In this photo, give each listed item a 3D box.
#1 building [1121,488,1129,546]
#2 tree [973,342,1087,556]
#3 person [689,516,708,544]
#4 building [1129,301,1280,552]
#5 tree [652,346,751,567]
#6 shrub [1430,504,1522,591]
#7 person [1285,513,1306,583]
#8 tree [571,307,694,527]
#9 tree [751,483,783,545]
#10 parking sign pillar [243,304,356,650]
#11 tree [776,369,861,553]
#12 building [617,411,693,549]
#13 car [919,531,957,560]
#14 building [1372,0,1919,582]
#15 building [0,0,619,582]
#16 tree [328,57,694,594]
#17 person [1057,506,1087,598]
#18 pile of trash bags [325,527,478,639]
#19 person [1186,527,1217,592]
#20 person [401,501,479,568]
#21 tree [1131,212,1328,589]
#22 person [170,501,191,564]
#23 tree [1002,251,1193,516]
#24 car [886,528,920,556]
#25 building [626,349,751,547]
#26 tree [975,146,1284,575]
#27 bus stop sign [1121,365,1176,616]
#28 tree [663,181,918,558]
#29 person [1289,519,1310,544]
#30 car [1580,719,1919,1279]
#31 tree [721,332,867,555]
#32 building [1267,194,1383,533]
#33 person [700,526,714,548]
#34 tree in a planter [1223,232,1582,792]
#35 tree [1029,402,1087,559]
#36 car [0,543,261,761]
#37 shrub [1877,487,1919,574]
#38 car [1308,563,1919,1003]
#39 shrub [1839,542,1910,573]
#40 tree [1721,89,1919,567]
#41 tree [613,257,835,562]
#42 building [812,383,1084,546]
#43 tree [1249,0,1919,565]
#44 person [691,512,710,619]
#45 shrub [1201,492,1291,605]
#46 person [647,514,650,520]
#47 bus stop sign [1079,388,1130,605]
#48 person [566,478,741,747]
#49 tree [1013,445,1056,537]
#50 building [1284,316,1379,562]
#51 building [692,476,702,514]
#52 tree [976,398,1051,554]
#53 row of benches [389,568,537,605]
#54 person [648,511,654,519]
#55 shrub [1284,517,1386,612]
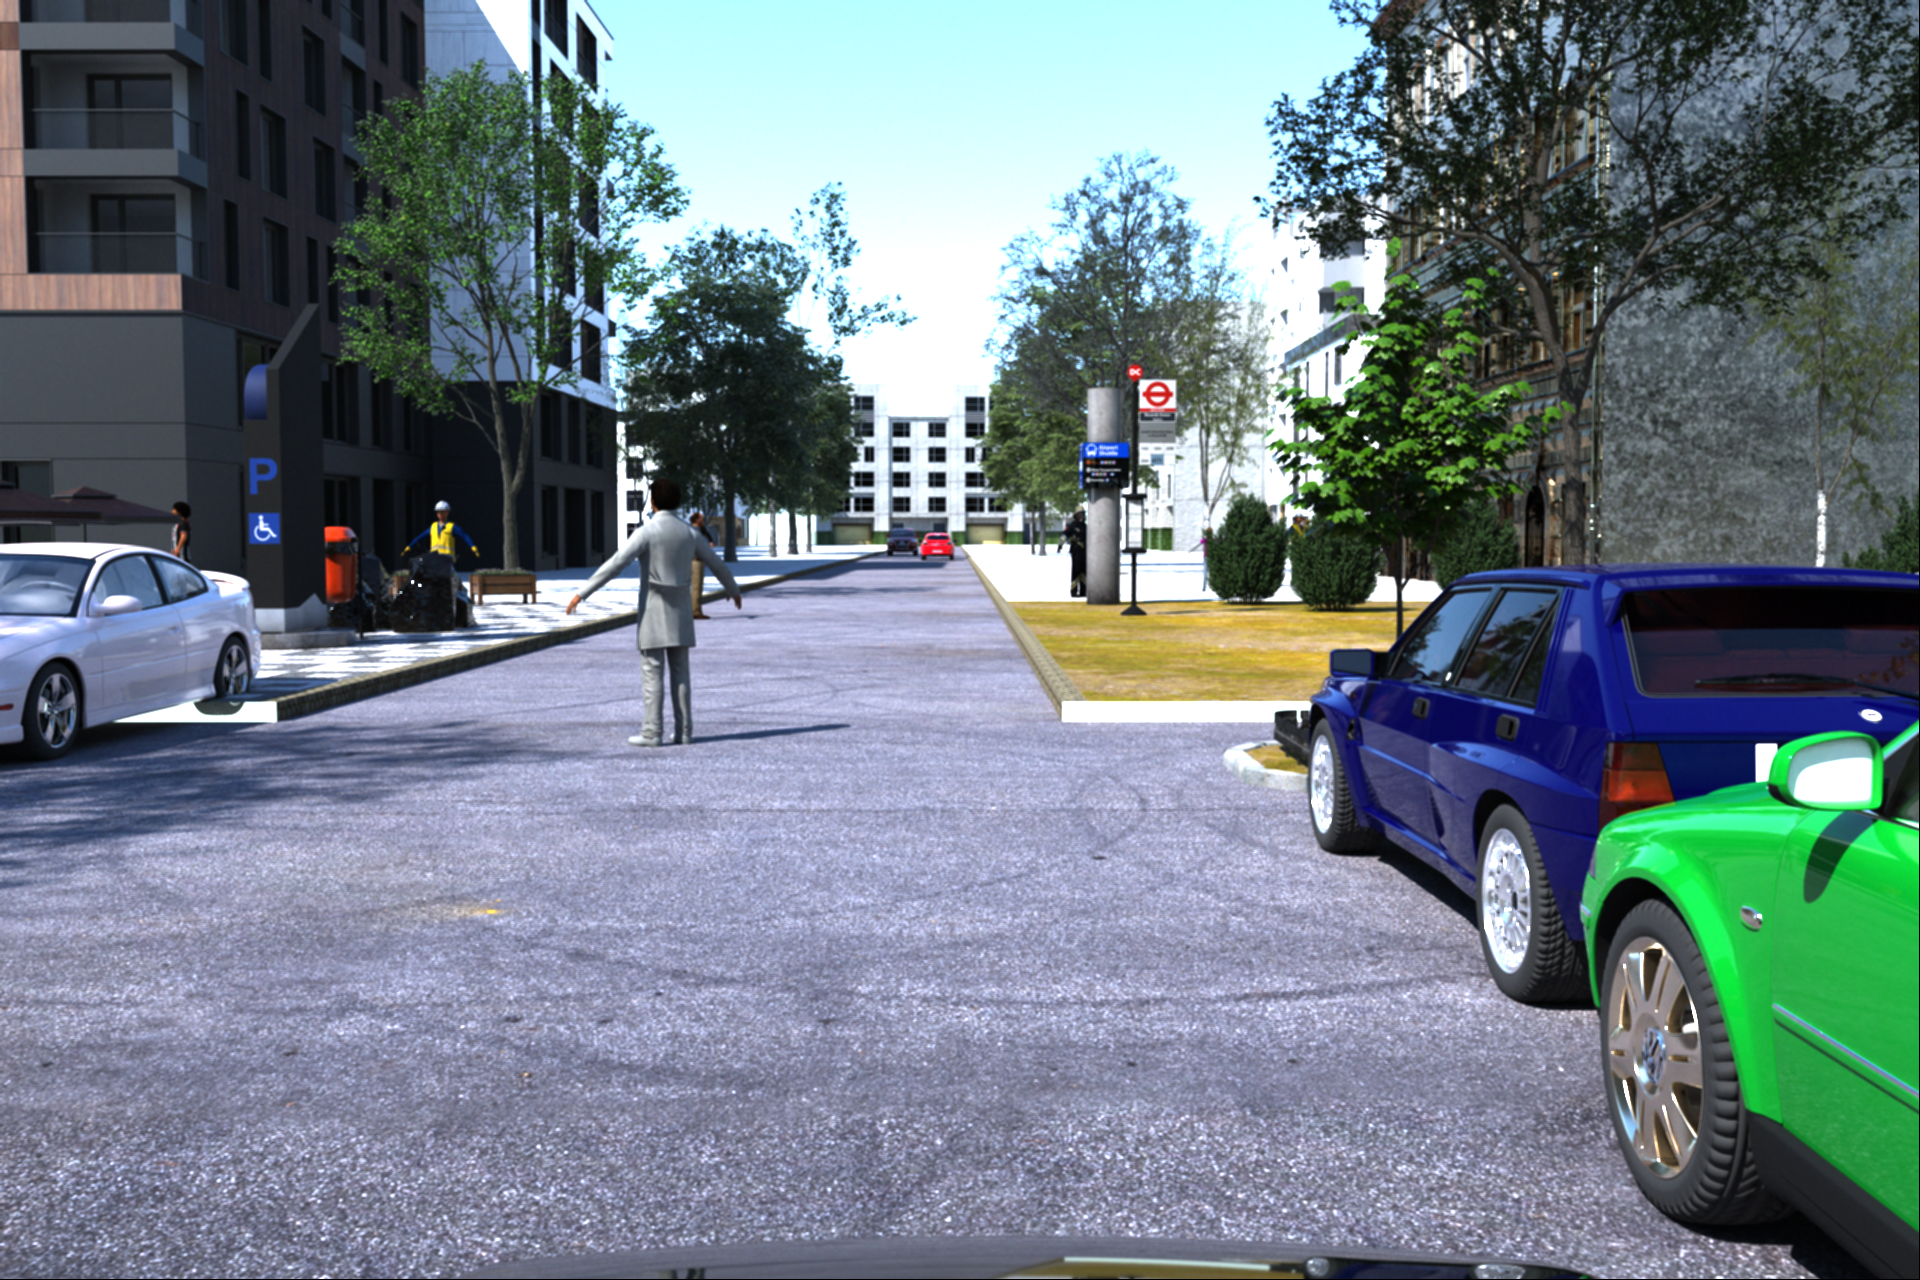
[{"bbox_3d":[21.391,-14.418,177.874,9.099,9.664,28.070,0,4,0],"label":"building"},{"bbox_3d":[4.379,-11.046,98.728,7.486,12.596,7.792,0,3,0],"label":"tree"},{"bbox_3d":[-7.984,-2.821,51.980,0.705,1.847,1.347,1,4,23],"label":"person"},{"bbox_3d":[23.685,-16.734,140.051,16.747,18.905,31.486,0,4,0],"label":"building"},{"bbox_3d":[-9.823,-7.179,67.734,4.360,8.622,3.978,0,3,0],"label":"tree"},{"bbox_3d":[9.484,-1.683,31.940,1.690,2.028,1.600,0,3,0],"label":"shrub"},{"bbox_3d":[8.478,-2.282,43.284,1.349,1.833,0.705,-3,4,-37],"label":"person"},{"bbox_3d":[-10.325,-6.485,56.396,4.360,8.622,3.978,0,3,0],"label":"tree"},{"bbox_3d":[-23.827,-16.573,205.386,7.601,10.594,8.767,0,4,-4],"label":"tree"},{"bbox_3d":[-7.676,-1.910,19.703,1.447,3.967,1.447,0,4,0],"label":"parking sign pillar"},{"bbox_3d":[-10.522,-12.289,119.045,7.486,12.596,7.792,0,3,0],"label":"tree"},{"bbox_3d":[-24.860,-11.633,132.346,9.099,9.664,28.070,0,4,-1],"label":"building"},{"bbox_3d":[-1.227,-5.303,95.745,2.155,1.783,4.494,0,3,0],"label":"car"},{"bbox_3d":[21.855,-12.947,42.607,19.493,23.208,18.063,0,4,0],"label":"building"},{"bbox_3d":[-28.267,-12.950,55.702,27.936,21.610,32.646,0,4,0],"label":"building"},{"bbox_3d":[-9.604,-6.817,37.206,9.928,11.665,9.643,0,3,0],"label":"tree"},{"bbox_3d":[2.436,-1.789,35.033,1.354,1.856,0.705,-3,4,-38],"label":"person"},{"bbox_3d":[-7.563,-0.783,22.555,1.912,1.369,3.447,0,4,0],"label":"pile of trash bags"},{"bbox_3d":[5.520,-1.783,38.421,0.991,1.433,0.599,0,4,6],"label":"person"},{"bbox_3d":[-7.757,-1.188,25.892,1.216,1.772,0.721,0,4,7],"label":"person"},{"bbox_3d":[5.615,-5.506,40.387,4.360,8.622,3.978,0,3,0],"label":"tree"},{"bbox_3d":[-13.053,-1.396,28.971,0.704,1.843,1.345,-2,4,-26],"label":"person"},{"bbox_3d":[5.401,-9.216,68.803,7.486,12.596,7.792,0,3,0],"label":"tree"},{"bbox_3d":[-3.842,-6.596,116.523,2.281,1.827,5.304,0,4,-1],"label":"car"},{"bbox_3d":[-28.018,-19.689,178.336,16.016,20.090,11.380,0,4,-1],"label":"building"},{"bbox_3d":[4.933,-8.840,54.900,12.009,13.543,11.850,0,3,0],"label":"tree"},{"bbox_3d":[2.975,-2.364,27.352,0.855,3.939,0.416,0,4,0],"label":"bus stop sign"},{"bbox_3d":[-9.043,-14.494,92.865,12.611,20.169,13.585,0,3,0],"label":"tree"},{"bbox_3d":[10.278,-2.736,51.530,1.217,1.733,0.721,-1,4,-17],"label":"person"},{"bbox_3d":[2.323,0.401,2.245,1.959,1.807,4.718,0,3,0],"label":"car"},{"bbox_3d":[-10.390,-12.246,106.870,9.857,13.997,8.962,0,3,0],"label":"tree"},{"bbox_3d":[22.694,-14.765,97.835,16.016,20.090,11.380,0,4,0],"label":"building"},{"bbox_3d":[-7.150,-2.498,47.021,1.347,1.806,0.705,2,4,35],"label":"person"},{"bbox_3d":[2.631,-0.801,10.316,1.991,3.239,1.994,0,3,0],"label":"tree in a planter"},{"bbox_3d":[5.393,-8.459,88.660,4.360,8.622,3.978,0,3,0],"label":"tree"},{"bbox_3d":[-6.668,-0.005,12.441,2.083,1.381,4.827,0,4,-1],"label":"car"},{"bbox_3d":[13.811,-1.236,24.621,1.690,2.028,1.600,0,3,0],"label":"shrub"},{"bbox_3d":[2.505,0.362,6.654,1.945,1.354,3.894,0,4,-1],"label":"car"},{"bbox_3d":[9.651,-0.441,18.327,1.383,1.207,1.383,0,3,0],"label":"shrub"},{"bbox_3d":[14.467,-4.832,29.369,4.360,8.622,3.978,0,3,0],"label":"tree"},{"bbox_3d":[-10.631,-10.539,78.967,9.857,13.997,8.962,0,3,0],"label":"tree"},{"bbox_3d":[-1.947,-20.899,210.613,31.486,18.905,16.747,0,4,-6],"label":"building"},{"bbox_3d":[7.007,-5.184,19.174,8.767,10.594,7.601,2,4,27],"label":"tree"},{"bbox_3d":[-4.405,-1.254,29.234,0.705,1.796,1.348,-1,4,-17],"label":"person"},{"bbox_3d":[5.234,-1.683,31.551,1.661,2.075,1.752,0,3,0],"label":"shrub"},{"bbox_3d":[-7.387,-2.193,41.787,1.347,1.837,0.705,3,5,40],"label":"person"},{"bbox_3d":[2.615,-2.596,31.464,0.837,3.901,0.837,0,4,0],"label":"bus stop sign"},{"bbox_3d":[-2.022,-0.192,11.779,1.347,1.806,0.705,-3,5,-40],"label":"person"},{"bbox_3d":[4.861,-10.178,116.774,4.737,8.622,4.395,0,3,0],"label":"tree"},{"bbox_3d":[19.452,-7.592,66.272,9.099,9.664,28.070,0,4,0],"label":"building"},{"bbox_3d":[-28.291,-13.353,160.476,9.099,9.664,28.070,0,4,0],"label":"building"},{"bbox_3d":[4.387,-10.683,109.078,8.767,10.594,7.601,3,5,41],"label":"tree"},{"bbox_3d":[-9.528,-0.951,31.015,4.104,0.672,1.422,-2,4,-30],"label":"row of benches"},{"bbox_3d":[-6.793,-1.996,38.757,0.704,1.817,1.347,-1,4,-13],"label":"person"},{"bbox_3d":[6.226,-1.510,28.732,1.661,2.075,1.752,0,3,0],"label":"shrub"}]
